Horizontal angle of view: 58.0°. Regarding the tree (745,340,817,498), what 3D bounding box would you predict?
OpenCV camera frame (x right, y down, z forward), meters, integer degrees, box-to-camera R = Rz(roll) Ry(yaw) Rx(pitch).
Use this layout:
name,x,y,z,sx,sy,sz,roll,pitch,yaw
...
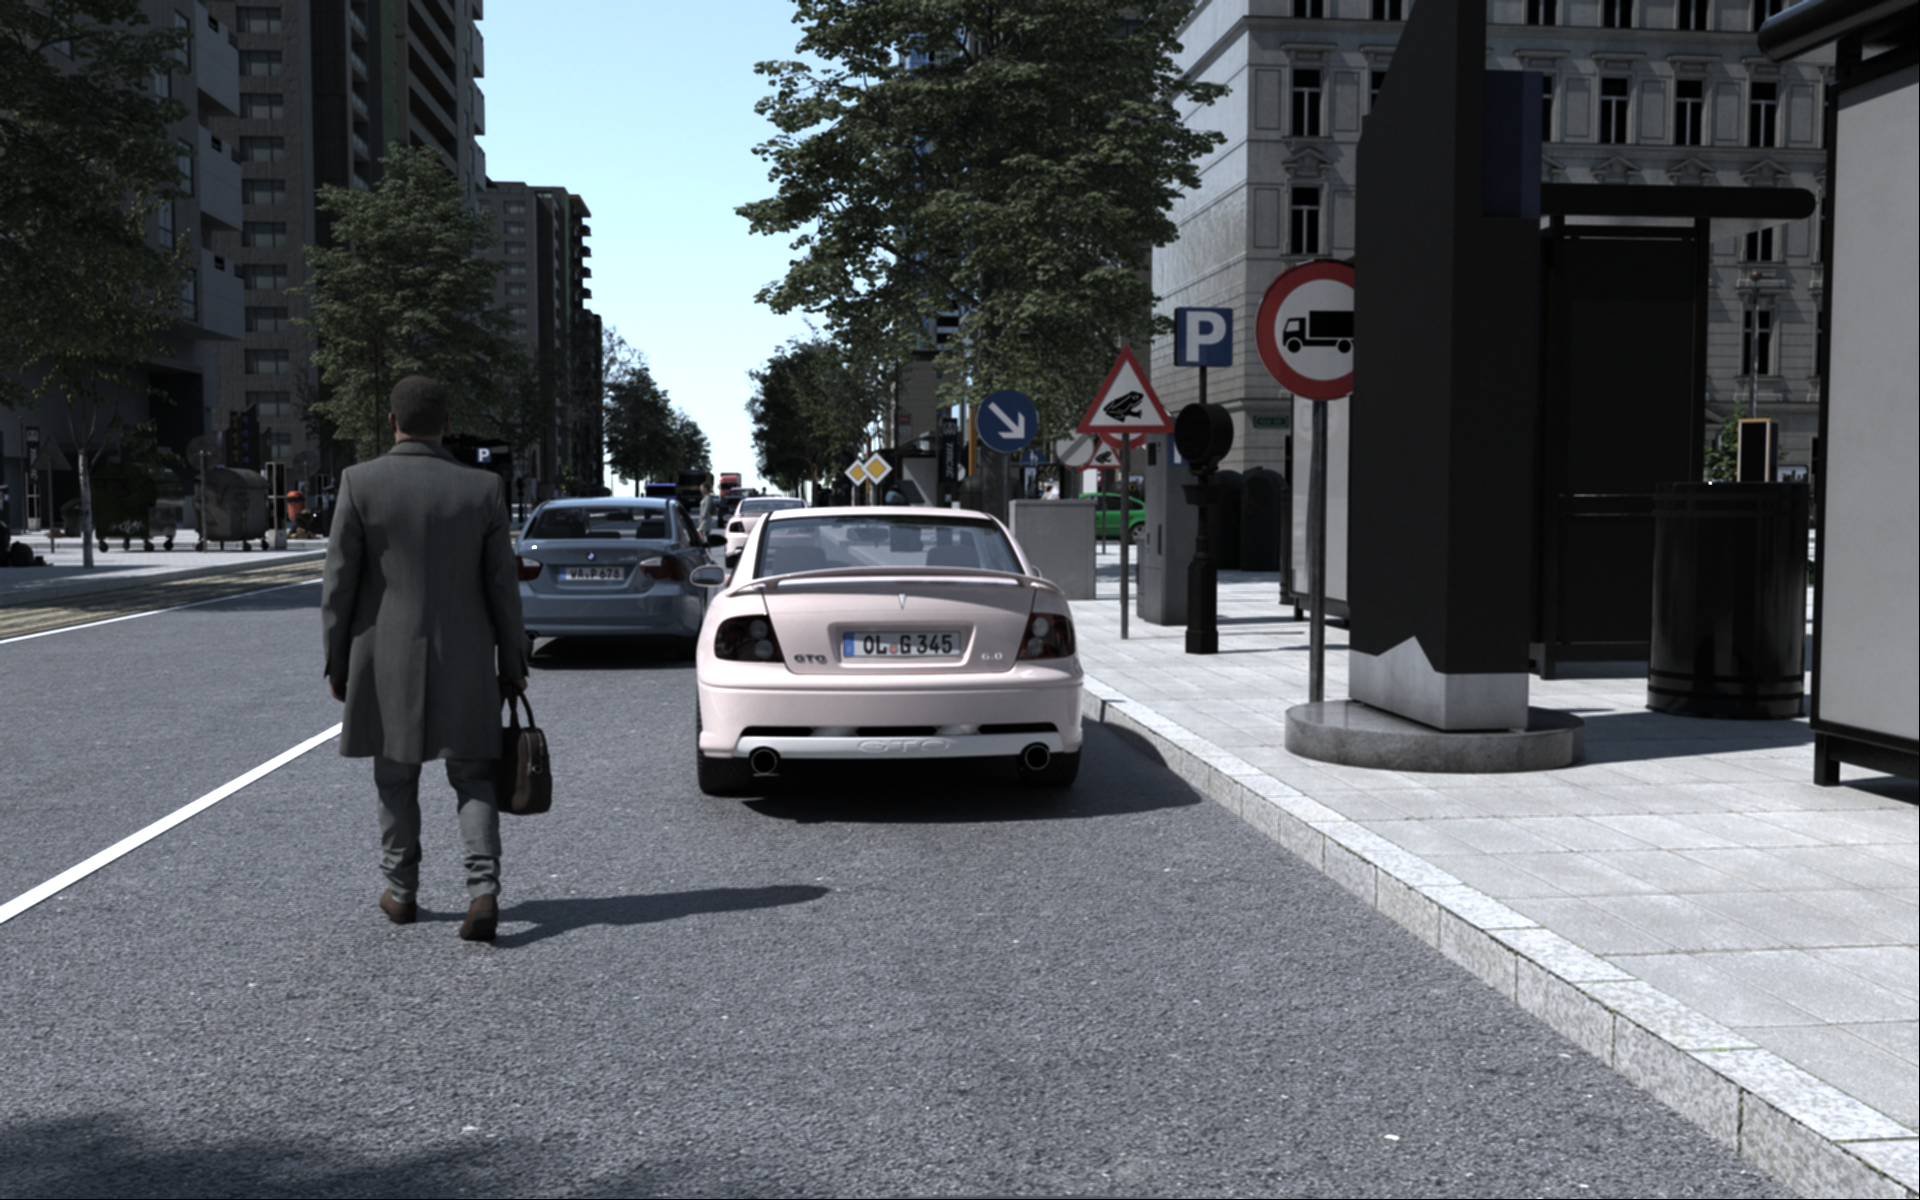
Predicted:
name,x,y,z,sx,sy,sz,roll,pitch,yaw
tree,-20.110,-21.867,213.411,12.611,20.169,13.585,0,3,0

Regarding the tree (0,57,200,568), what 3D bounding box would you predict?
name,x,y,z,sx,sy,sz,roll,pitch,yaw
tree,-14.980,-4.839,29.474,4.737,8.622,4.395,0,3,0

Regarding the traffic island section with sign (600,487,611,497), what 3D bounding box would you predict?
name,x,y,z,sx,sy,sz,roll,pitch,yaw
traffic island section with sign,-19.824,-5.409,97.070,1.989,1.847,2.006,0,4,-6

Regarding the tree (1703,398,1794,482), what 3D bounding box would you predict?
name,x,y,z,sx,sy,sz,roll,pitch,yaw
tree,15.773,-2.491,35.332,1.663,3.219,1.824,0,3,0

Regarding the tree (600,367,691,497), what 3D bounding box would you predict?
name,x,y,z,sx,sy,sz,roll,pitch,yaw
tree,-28.622,-14.434,154.124,7.486,12.596,7.792,0,3,0

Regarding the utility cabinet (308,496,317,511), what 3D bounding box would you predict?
name,x,y,z,sx,sy,sz,roll,pitch,yaw
utility cabinet,-27.023,-3.746,72.408,0.306,1.237,1.020,-1,4,-13

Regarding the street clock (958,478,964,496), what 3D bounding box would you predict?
name,x,y,z,sx,sy,sz,roll,pitch,yaw
street clock,0.056,-4.323,75.254,0.358,2.002,0.471,2,4,30

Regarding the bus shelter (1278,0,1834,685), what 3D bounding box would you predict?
name,x,y,z,sx,sy,sz,roll,pitch,yaw
bus shelter,4.342,-2.352,16.087,2.179,5.291,8.768,0,4,-6

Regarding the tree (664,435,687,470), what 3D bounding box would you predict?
name,x,y,z,sx,sy,sz,roll,pitch,yaw
tree,-35.830,-16.006,212.059,4.737,8.622,4.395,0,3,0

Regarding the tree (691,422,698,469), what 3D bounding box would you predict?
name,x,y,z,sx,sy,sz,roll,pitch,yaw
tree,-33.363,-16.309,184.779,7.486,12.596,7.792,0,3,0

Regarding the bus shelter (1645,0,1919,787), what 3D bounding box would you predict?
name,x,y,z,sx,sy,sz,roll,pitch,yaw
bus shelter,4.730,-1.744,6.144,2.179,5.291,8.768,0,4,-7

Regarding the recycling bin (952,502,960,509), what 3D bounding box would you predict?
name,x,y,z,sx,sy,sz,roll,pitch,yaw
recycling bin,-0.019,-2.779,57.991,0.722,1.027,0.722,2,4,34

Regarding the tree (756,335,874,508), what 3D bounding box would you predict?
name,x,y,z,sx,sy,sz,roll,pitch,yaw
tree,-11.479,-14.149,137.988,9.857,13.997,8.962,0,3,0

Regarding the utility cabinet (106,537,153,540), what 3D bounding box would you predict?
name,x,y,z,sx,sy,sz,roll,pitch,yaw
utility cabinet,-23.198,-2.425,48.332,1.173,1.500,0.318,-3,4,-38

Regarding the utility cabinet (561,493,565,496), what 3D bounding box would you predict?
name,x,y,z,sx,sy,sz,roll,pitch,yaw
utility cabinet,-26.190,-6.431,113.818,0.318,1.500,1.173,-2,4,-23

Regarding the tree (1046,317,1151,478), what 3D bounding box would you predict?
name,x,y,z,sx,sy,sz,roll,pitch,yaw
tree,5.232,-7.186,67.853,4.360,8.622,3.978,0,3,0

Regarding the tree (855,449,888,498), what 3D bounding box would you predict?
name,x,y,z,sx,sy,sz,roll,pitch,yaw
tree,-4.141,-4.873,74.274,1.663,3.219,1.824,0,3,0

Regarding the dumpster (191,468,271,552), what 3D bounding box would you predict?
name,x,y,z,sx,sy,sz,roll,pitch,yaw
dumpster,-16.337,-2.024,38.849,1.264,1.857,1.865,0,4,-6

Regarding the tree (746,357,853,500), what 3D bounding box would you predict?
name,x,y,z,sx,sy,sz,roll,pitch,yaw
tree,-13.842,-14.739,151.349,12.009,13.543,11.850,0,3,0

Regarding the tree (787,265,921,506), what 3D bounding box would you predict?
name,x,y,z,sx,sy,sz,roll,pitch,yaw
tree,-2.982,-6.382,54.702,4.360,8.622,3.978,0,3,0

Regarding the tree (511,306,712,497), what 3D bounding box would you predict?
name,x,y,z,sx,sy,sz,roll,pitch,yaw
tree,-24.616,-12.456,114.025,12.009,13.543,11.850,0,3,0

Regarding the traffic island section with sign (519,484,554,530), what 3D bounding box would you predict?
name,x,y,z,sx,sy,sz,roll,pitch,yaw
traffic island section with sign,-16.747,-3.762,70.133,1.989,1.847,2.006,0,4,-6

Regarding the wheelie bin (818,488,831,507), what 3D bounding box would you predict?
name,x,y,z,sx,sy,sz,roll,pitch,yaw
wheelie bin,-7.213,-5.201,92.937,0.980,1.594,0.693,1,4,18

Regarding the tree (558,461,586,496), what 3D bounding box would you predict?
name,x,y,z,sx,sy,sz,roll,pitch,yaw
tree,-22.784,-6.469,100.377,1.663,3.219,1.824,0,3,0

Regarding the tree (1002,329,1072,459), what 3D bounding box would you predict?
name,x,y,z,sx,sy,sz,roll,pitch,yaw
tree,2.825,-7.536,73.575,4.737,8.622,4.395,0,3,0

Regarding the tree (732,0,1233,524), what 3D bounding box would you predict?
name,x,y,z,sx,sy,sz,roll,pitch,yaw
tree,0.380,-6.641,26.715,7.486,12.596,7.792,0,3,0

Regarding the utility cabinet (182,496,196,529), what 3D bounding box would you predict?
name,x,y,z,sx,sy,sz,roll,pitch,yaw
utility cabinet,-28.216,-3.233,64.020,0.306,1.237,1.020,2,4,26

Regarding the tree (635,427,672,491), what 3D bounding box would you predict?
name,x,y,z,sx,sy,sz,roll,pitch,yaw
tree,-29.908,-13.260,167.166,4.360,8.622,3.978,0,3,0

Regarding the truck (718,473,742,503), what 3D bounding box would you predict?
name,x,y,z,sx,sy,sz,roll,pitch,yaw
truck,-30.636,-14.826,231.325,2.839,4.237,11.283,0,4,-5

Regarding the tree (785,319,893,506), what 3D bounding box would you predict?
name,x,y,z,sx,sy,sz,roll,pitch,yaw
tree,-4.462,-7.252,68.936,4.737,8.622,4.395,0,3,0

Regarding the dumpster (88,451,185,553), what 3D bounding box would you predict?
name,x,y,z,sx,sy,sz,roll,pitch,yaw
dumpster,-18.431,-2.218,38.751,1.502,2.255,1.985,0,4,-7

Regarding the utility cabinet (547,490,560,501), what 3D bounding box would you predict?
name,x,y,z,sx,sy,sz,roll,pitch,yaw
utility cabinet,-21.270,-4.999,90.408,0.318,1.500,1.173,0,4,1

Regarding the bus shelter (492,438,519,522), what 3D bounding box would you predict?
name,x,y,z,sx,sy,sz,roll,pitch,yaw
bus shelter,-20.524,-5.159,75.631,1.731,3.624,6.357,0,4,-7

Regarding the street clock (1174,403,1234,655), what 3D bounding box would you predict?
name,x,y,z,sx,sy,sz,roll,pitch,yaw
street clock,1.947,-0.570,13.891,0.358,2.002,0.471,-2,4,-33

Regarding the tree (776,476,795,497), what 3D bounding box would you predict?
name,x,y,z,sx,sy,sz,roll,pitch,yaw
tree,-23.150,-15.115,230.835,4.285,4.588,4.351,0,3,0

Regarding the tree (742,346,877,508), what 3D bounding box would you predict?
name,x,y,z,sx,sy,sz,roll,pitch,yaw
tree,-9.167,-10.674,108.925,8.767,10.594,7.601,-2,4,-29

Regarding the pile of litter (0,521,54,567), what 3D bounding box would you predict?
name,x,y,z,sx,sy,sz,roll,pitch,yaw
pile of litter,-17.056,-1.019,30.634,1.719,0.858,1.176,-1,4,-10

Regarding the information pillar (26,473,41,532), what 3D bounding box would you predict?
name,x,y,z,sx,sy,sz,roll,pitch,yaw
information pillar,-31.642,-3.343,59.147,0.304,2.012,0.304,0,4,-2

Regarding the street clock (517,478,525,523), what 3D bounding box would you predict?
name,x,y,z,sx,sy,sz,roll,pitch,yaw
street clock,-19.607,-4.449,77.310,0.358,2.002,0.471,0,4,1

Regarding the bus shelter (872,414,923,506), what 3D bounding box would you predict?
name,x,y,z,sx,sy,sz,roll,pitch,yaw
bus shelter,-3.204,-6.514,84.140,2.179,5.291,8.768,0,4,-7

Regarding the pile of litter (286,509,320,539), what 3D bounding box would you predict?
name,x,y,z,sx,sy,sz,roll,pitch,yaw
pile of litter,-18.909,-2.165,49.370,1.176,0.858,1.719,-3,5,-42

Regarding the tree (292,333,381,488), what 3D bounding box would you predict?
name,x,y,z,sx,sy,sz,roll,pitch,yaw
tree,-27.043,-7.691,76.109,4.737,8.622,4.395,0,3,0

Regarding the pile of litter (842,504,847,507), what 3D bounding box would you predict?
name,x,y,z,sx,sy,sz,roll,pitch,yaw
pile of litter,-5.121,-3.833,76.631,1.719,0.858,1.176,1,4,13

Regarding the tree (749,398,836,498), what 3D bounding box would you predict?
name,x,y,z,sx,sy,sz,roll,pitch,yaw
tree,-16.663,-15.833,175.882,9.611,12.733,9.660,0,3,0

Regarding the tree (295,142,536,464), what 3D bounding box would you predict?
name,x,y,z,sx,sy,sz,roll,pitch,yaw
tree,-17.753,-8.439,56.111,7.486,12.596,7.792,0,3,0

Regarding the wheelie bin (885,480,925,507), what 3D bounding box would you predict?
name,x,y,z,sx,sy,sz,roll,pitch,yaw
wheelie bin,-1.245,-1.868,38.453,0.693,1.594,0.980,2,4,33

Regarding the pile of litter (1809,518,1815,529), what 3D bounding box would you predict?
name,x,y,z,sx,sy,sz,roll,pitch,yaw
pile of litter,31.003,-3.033,63.558,1.176,0.858,1.719,-1,4,-12

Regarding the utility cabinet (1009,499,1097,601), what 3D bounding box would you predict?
name,x,y,z,sx,sy,sz,roll,pitch,yaw
utility cabinet,1.115,-0.595,20.898,1.020,1.237,0.306,-1,4,-15

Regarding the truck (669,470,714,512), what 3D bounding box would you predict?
name,x,y,z,sx,sy,sz,roll,pitch,yaw
truck,-21.292,-8.750,138.989,3.469,3.379,9.791,0,4,-5

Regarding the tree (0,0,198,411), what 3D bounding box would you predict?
name,x,y,z,sx,sy,sz,roll,pitch,yaw
tree,-13.772,-6.364,22.175,7.486,12.596,7.792,0,3,0

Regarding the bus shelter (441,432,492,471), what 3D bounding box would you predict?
name,x,y,z,sx,sy,sz,roll,pitch,yaw
bus shelter,-20.048,-4.730,68.615,1.731,3.624,6.357,0,4,-7

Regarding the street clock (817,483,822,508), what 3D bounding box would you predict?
name,x,y,z,sx,sy,sz,roll,pitch,yaw
street clock,-9.565,-6.866,116.825,0.471,2.002,0.358,1,4,11

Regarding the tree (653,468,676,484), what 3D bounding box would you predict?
name,x,y,z,sx,sy,sz,roll,pitch,yaw
tree,-33.917,-13.167,198.988,4.285,4.588,4.351,0,3,0

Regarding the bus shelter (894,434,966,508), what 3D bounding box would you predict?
name,x,y,z,sx,sy,sz,roll,pitch,yaw
bus shelter,-1.110,-4.124,61.350,2.014,3.302,5.546,0,4,-7

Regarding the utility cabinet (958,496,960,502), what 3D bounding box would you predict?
name,x,y,z,sx,sy,sz,roll,pitch,yaw
utility cabinet,0.356,-3.267,64.585,0.306,1.237,1.020,3,4,36

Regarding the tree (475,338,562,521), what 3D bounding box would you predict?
name,x,y,z,sx,sy,sz,roll,pitch,yaw
tree,-20.740,-8.045,81.893,4.737,8.622,4.395,0,3,0
